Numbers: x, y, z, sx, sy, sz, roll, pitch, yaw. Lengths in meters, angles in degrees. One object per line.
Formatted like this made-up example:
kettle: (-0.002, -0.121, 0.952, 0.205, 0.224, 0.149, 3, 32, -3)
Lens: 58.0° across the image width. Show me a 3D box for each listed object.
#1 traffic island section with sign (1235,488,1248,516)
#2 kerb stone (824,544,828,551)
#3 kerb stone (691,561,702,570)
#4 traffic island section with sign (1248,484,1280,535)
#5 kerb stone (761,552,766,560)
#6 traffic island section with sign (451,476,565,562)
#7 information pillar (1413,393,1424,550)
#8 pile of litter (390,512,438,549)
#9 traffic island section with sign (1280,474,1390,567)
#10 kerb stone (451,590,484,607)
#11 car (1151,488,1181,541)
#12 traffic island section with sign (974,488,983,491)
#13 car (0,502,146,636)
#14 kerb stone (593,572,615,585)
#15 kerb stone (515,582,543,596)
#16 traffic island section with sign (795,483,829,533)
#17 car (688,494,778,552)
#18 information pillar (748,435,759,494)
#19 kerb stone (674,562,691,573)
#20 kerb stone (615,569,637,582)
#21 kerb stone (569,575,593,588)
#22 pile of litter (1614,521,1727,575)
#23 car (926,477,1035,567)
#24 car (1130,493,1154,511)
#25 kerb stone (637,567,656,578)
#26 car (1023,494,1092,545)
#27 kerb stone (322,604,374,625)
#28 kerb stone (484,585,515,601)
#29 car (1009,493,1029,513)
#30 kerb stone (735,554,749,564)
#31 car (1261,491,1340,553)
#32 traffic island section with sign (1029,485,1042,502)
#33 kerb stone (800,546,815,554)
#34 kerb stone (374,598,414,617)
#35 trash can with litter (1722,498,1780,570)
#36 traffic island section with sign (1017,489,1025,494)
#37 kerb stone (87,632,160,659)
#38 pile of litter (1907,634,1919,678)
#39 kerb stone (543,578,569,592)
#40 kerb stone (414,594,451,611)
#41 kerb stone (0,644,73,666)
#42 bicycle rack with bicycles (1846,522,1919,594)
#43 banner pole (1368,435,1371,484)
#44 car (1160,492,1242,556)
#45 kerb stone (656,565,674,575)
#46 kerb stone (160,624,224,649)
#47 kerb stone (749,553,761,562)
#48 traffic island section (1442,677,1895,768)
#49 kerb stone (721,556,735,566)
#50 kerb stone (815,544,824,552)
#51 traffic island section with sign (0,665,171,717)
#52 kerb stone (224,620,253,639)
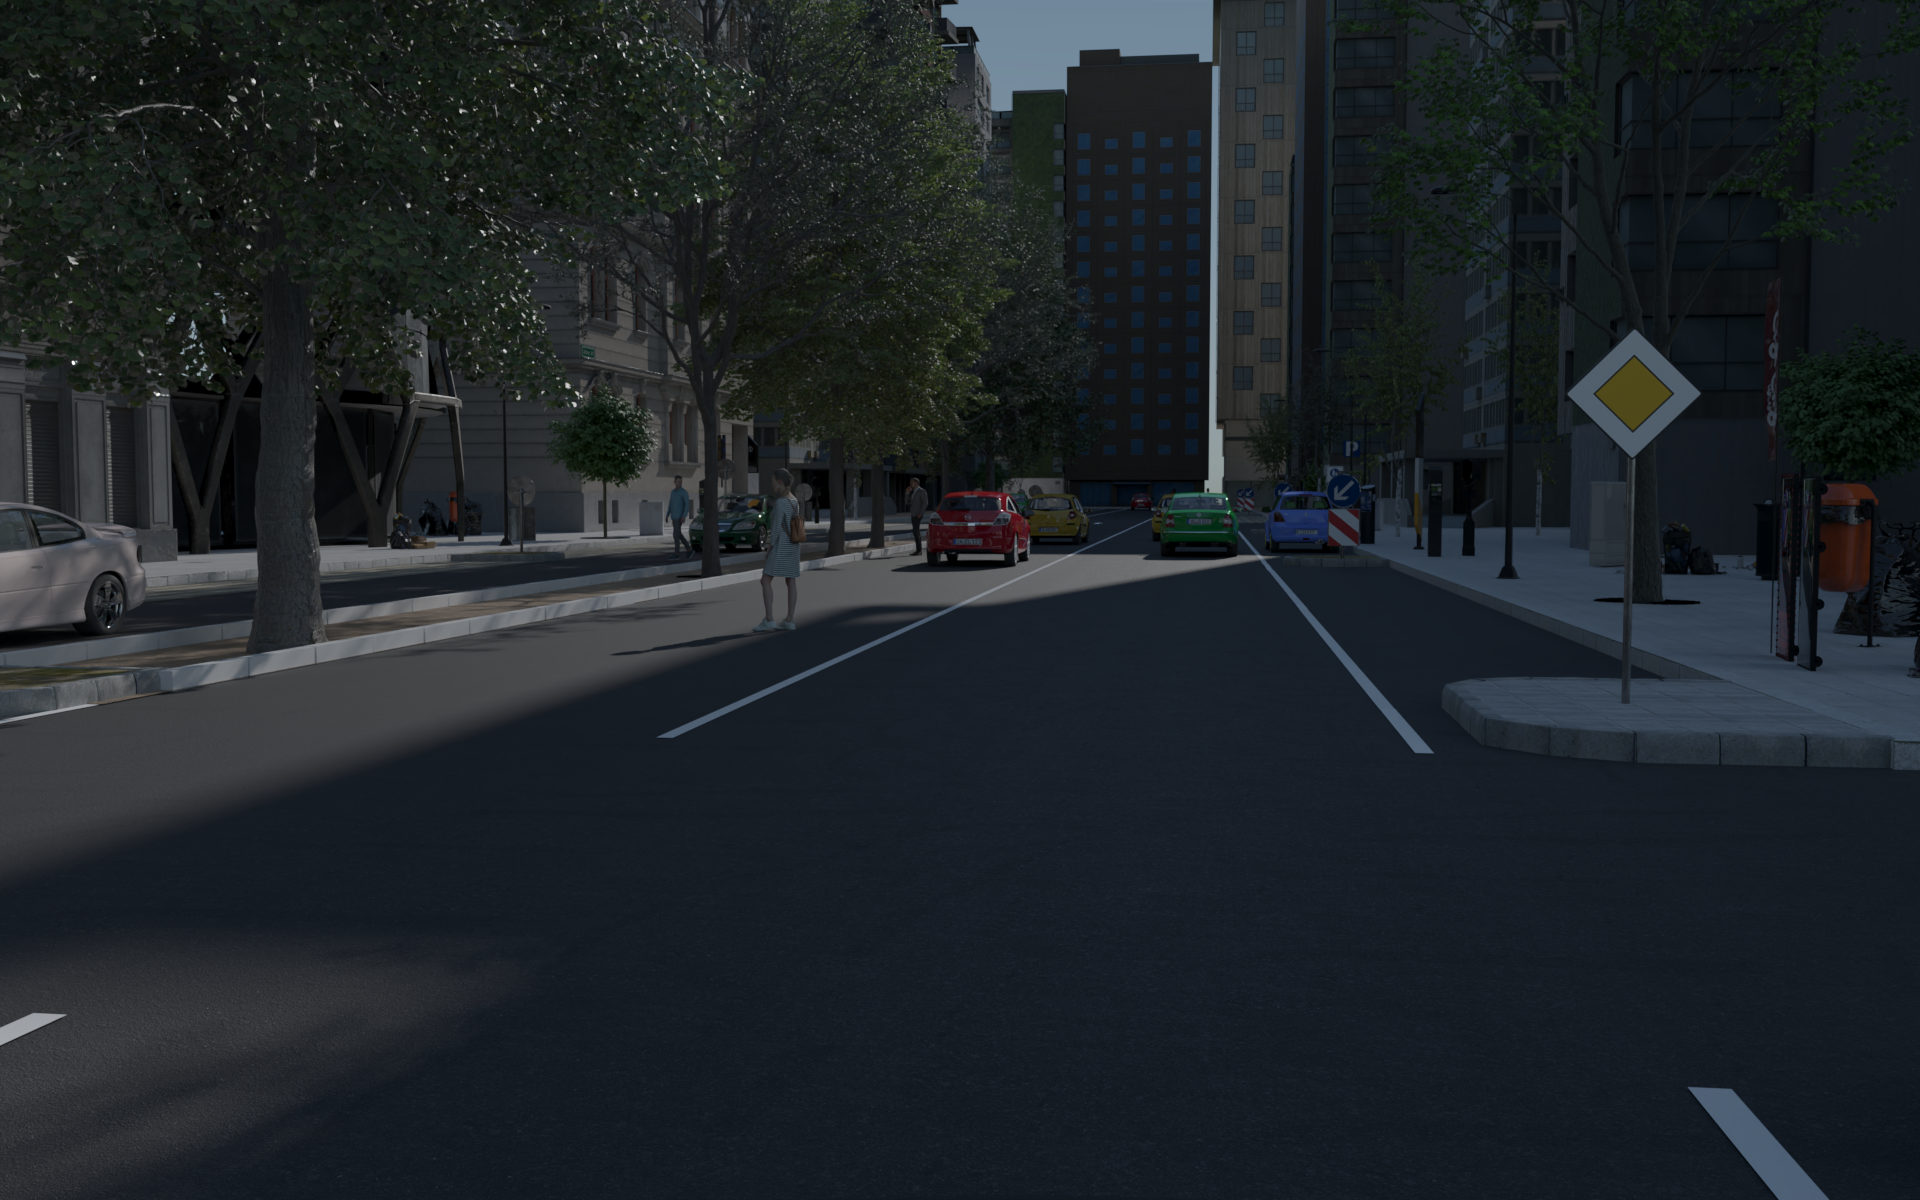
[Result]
traffic island section with sign: (18.458, -6.284, 111.364, 1.989, 1.847, 2.006, 0, 4, 8)
kerb stone: (-3.446, -1.322, 43.807, 0.120, 0.150, 1.000, 0, 4, 8)
kerb stone: (-5.033, -0.636, 32.655, 0.120, 0.150, 1.000, 0, 4, 8)
traffic island section with sign: (11.425, -3.260, 61.927, 1.989, 1.847, 2.006, 0, 4, 8)
kerb stone: (-4.309, -0.949, 37.717, 0.120, 0.150, 1.000, 0, 4, 8)
traffic island section with sign: (-9.667, -1.762, 37.433, 1.989, 1.847, 2.006, 0, 4, 8)
information pillar: (10.601, -2.974, 39.975, 0.183, 3.616, 0.504, 2, 4, 27)
pile of litter: (-12.926, -1.649, 40.923, 1.176, 0.858, 1.719, 0, 4, 1)
traffic island section with sign: (7.574, -1.612, 34.977, 1.989, 1.847, 2.006, 0, 4, 8)
kerb stone: (-6.476, -0.017, 22.502, 0.120, 0.150, 1.000, 0, 4, 8)
car: (6.950, -2.685, 54.116, 2.015, 1.641, 3.980, 1, 4, 10)
traffic island section with sign: (1.216, -6.434, 113.821, 1.989, 1.847, 2.006, 0, 4, 8)
car: (-9.708, -0.244, 16.358, 2.083, 1.381, 4.827, 0, 4, 7)
kerb stone: (-5.756, -0.329, 27.574, 0.120, 0.150, 1.000, 0, 4, 8)
kerb stone: (-6.192, -0.141, 24.530, 0.120, 0.150, 1.000, 0, 4, 8)
traffic island section with sign: (-5.856, -3.394, 64.123, 1.989, 1.847, 2.006, 0, 4, 8)
car: (-5.537, -1.999, 44.484, 2.131, 1.459, 4.920, 1, 4, 9)
information pillar: (-8.212, -4.732, 68.717, 0.504, 3.616, 0.183, 2, 4, 32)
kerb stone: (-5.175, -0.572, 31.643, 0.120, 0.150, 1.000, 0, 4, 8)
kerb stone: (-5.602, -0.391, 28.591, 0.120, 0.150, 1.000, 0, 4, 8)
kerb stone: (-5.904, -0.264, 26.563, 0.120, 0.150, 1.000, 0, 4, 8)
pile of litter: (11.441, -0.853, 27.905, 1.719, 0.858, 1.176, 1, 4, 23)
car: (0.430, -1.637, 35.801, 2.155, 1.783, 4.494, 0, 4, 7)
car: (15.848, -8.685, 151.038, 2.155, 1.783, 4.494, 0, 4, 8)
kerb stone: (-5.465, -0.453, 29.609, 0.120, 0.150, 1.000, 0, 4, 8)
car: (2.794, -2.458, 50.407, 2.015, 1.641, 3.980, 1, 4, 9)
kerb stone: (-6.906, 0.167, 19.463, 0.120, 0.150, 1.000, 0, 4, 8)
kerb stone: (-6.332, -0.076, 23.514, 0.120, 0.150, 1.000, 0, 4, 8)
car: (3.299, -5.830, 104.119, 1.959, 1.807, 4.718, 0, 4, 7)
kerb stone: (-4.594, -0.825, 35.692, 0.120, 0.150, 1.000, 0, 4, 8)
car: (8.589, -2.081, 43.614, 1.945, 1.707, 3.694, 0, 4, 7)
traffic island section with sign: (3.674, -4.777, 86.236, 2.006, 1.907, 1.989, 0, 4, 8)
kerb stone: (-3.732, -1.195, 41.777, 0.120, 0.150, 1.000, 0, 4, 8)
kerb stone: (-6.766, 0.107, 20.478, 0.120, 0.150, 1.000, 0, 4, 8)
trash can with litter: (13.675, -1.109, 29.183, 1.678, 1.210, 2.233, 0, 4, 5)
traffic island section with sign: (5.002, -8.066, 140.510, 1.989, 1.847, 2.006, 0, 4, 8)
kerb stone: (-7.493, 0.416, 15.402, 0.120, 0.150, 1.000, 0, 4, 8)
pile of litter: (7.536, 0.109, 12.190, 1.719, 0.858, 1.176, 1, 4, 9)
kerb stone: (-6.041, -0.205, 25.549, 0.120, 0.150, 1.000, 0, 4, 8)
kerb stone: (-6.621, 0.043, 21.490, 0.120, 0.150, 1.000, 0, 4, 8)
kerb stone: (-7.630, 0.478, 14.382, 0.120, 0.150, 1.000, 0, 4, 8)
bicycle rack with bicycles: (12.293, -0.491, 21.416, 2.925, 0.926, 2.852, 0, 4, -6)
banner pole: (16.922, -4.991, 71.621, 0.401, 3.779, 0.863, 1, 4, 20)
car: (5.723, -1.983, 41.226, 1.959, 1.807, 4.718, 1, 4, 9)
kerb stone: (-5.316, -0.514, 30.630, 0.120, 0.150, 1.000, 0, 4, 8)
kerb stone: (-7.342, 0.353, 16.423, 0.120, 0.150, 1.000, 0, 4, 8)
kerb stone: (-4.456, -0.887, 36.705, 0.120, 0.150, 1.000, 0, 4, 8)
traffic island section: (4.100, 0.713, 10.623, 2.009, 0.180, 2.903, 0, 4, 8)
kerb stone: (-4.743, -0.759, 34.680, 0.120, 0.150, 1.000, 0, 4, 8)
kerb stone: (-3.589, -1.258, 42.795, 0.120, 0.150, 1.000, 0, 4, 8)
traffic island section with sign: (-6.912, -0.227, 11.844, 2.006, 1.907, 1.989, 0, 4, 8)
kerb stone: (-7.196, 0.291, 17.435, 0.120, 0.150, 1.000, 0, 4, 8)
